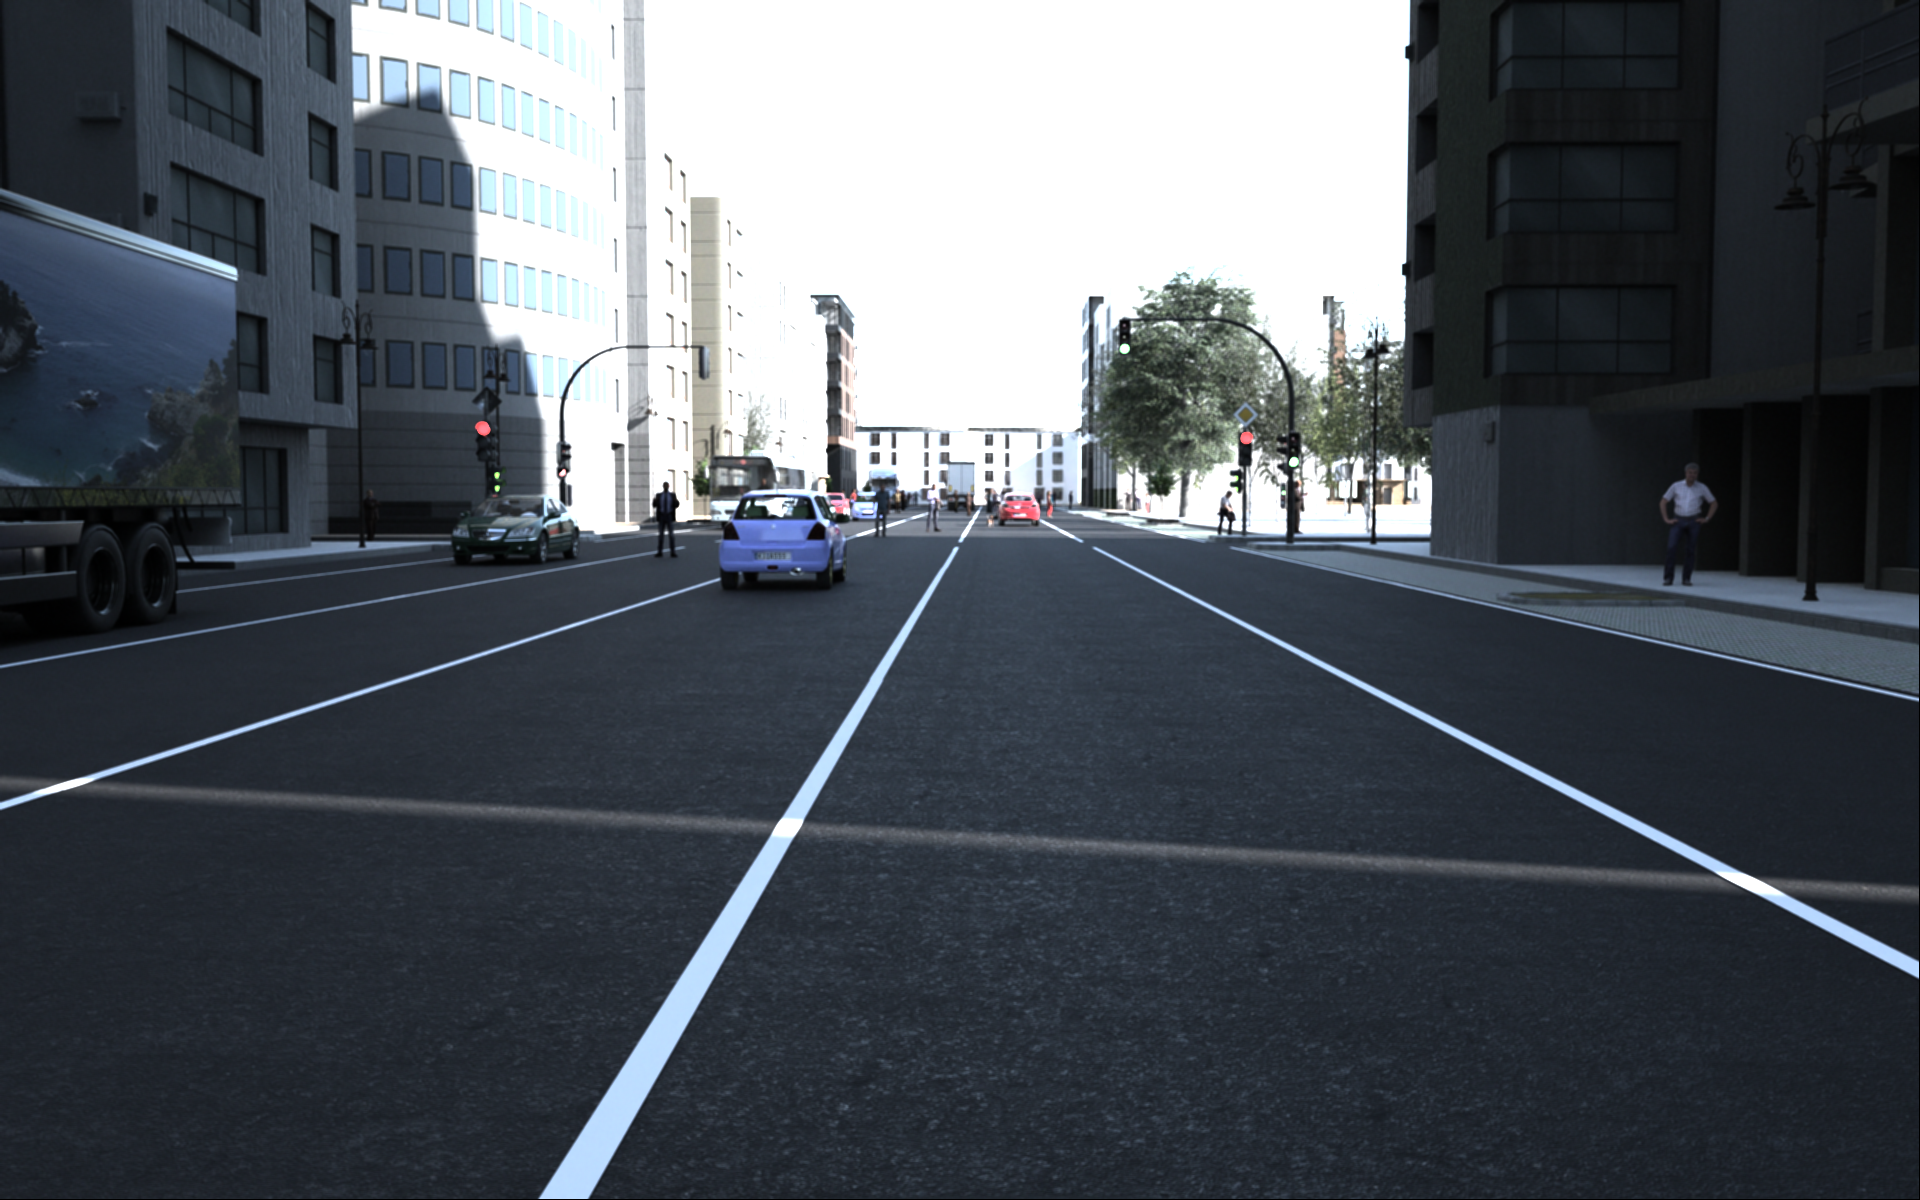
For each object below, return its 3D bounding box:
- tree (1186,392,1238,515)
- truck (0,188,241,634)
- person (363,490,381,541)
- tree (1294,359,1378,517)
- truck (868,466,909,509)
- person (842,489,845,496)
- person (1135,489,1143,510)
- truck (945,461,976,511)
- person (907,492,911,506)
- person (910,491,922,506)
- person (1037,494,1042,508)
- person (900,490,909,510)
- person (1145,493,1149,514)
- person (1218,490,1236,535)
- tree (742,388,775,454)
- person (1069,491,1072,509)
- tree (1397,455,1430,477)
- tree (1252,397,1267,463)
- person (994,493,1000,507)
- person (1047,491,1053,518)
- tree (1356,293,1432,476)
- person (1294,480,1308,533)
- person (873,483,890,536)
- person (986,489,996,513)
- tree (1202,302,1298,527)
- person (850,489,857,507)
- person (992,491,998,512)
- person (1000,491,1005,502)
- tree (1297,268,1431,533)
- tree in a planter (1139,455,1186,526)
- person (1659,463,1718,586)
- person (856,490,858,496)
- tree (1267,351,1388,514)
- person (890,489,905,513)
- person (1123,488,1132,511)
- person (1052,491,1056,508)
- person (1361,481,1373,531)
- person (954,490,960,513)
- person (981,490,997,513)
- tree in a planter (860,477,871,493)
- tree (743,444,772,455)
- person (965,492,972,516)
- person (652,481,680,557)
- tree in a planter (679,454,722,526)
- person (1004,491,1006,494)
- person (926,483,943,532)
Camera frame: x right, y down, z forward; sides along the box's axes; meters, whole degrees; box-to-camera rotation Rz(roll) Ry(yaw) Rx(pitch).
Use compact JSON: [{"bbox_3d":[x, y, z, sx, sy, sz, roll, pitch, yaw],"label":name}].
[{"bbox_3d":[15.273,-9.640,107.970,4.737,8.622,4.395,0,3,0],"label":"tree"},{"bbox_3d":[-9.928,-1.634,15.633,2.839,4.237,11.283,0,4,-1],"label":"truck"},{"bbox_3d":[-16.712,-2.354,49.263,0.388,1.546,0.482,2,4,34],"label":"person"},{"bbox_3d":[21.196,-8.838,94.867,4.737,8.622,4.395,0,3,0],"label":"tree"},{"bbox_3d":[-6.859,-11.083,170.969,2.967,4.110,18.799,0,4,2],"label":"truck"},{"bbox_3d":[-9.658,-8.220,142.918,0.705,1.821,1.348,0,4,-4],"label":"person"},{"bbox_3d":[14.218,-8.040,138.440,0.756,1.711,0.436,0,4,-1],"label":"person"},{"bbox_3d":[0.069,-10.096,153.991,2.839,4.237,11.283,0,4,-1],"label":"truck"},{"bbox_3d":[-6.065,-11.874,204.111,0.593,1.643,0.415,-3,4,-36],"label":"person"},{"bbox_3d":[-5.098,-11.732,200.397,1.350,1.814,0.705,0,4,8],"label":"person"},{"bbox_3d":[8.258,-10.229,178.971,0.421,1.427,0.697,-2,4,-26],"label":"person"},{"bbox_3d":[-4.997,-8.828,152.804,0.705,1.831,1.348,-3,4,-39],"label":"person"},{"bbox_3d":[12.134,-6.267,112.415,0.340,1.345,0.435,-1,4,-13],"label":"person"},{"bbox_3d":[9.174,-2.984,59.496,0.590,1.554,0.614,3,4,38],"label":"person"},{"bbox_3d":[-14.520,-10.331,119.281,4.360,8.622,3.978,0,3,0],"label":"tree"},{"bbox_3d":[10.198,-9.171,159.357,0.530,1.710,0.541,2,4,33],"label":"person"},{"bbox_3d":[32.997,-12.341,119.906,7.486,12.596,7.792,0,3,0],"label":"tree"},{"bbox_3d":[23.886,-11.477,122.066,7.601,10.594,8.767,0,4,4],"label":"tree"},{"bbox_3d":[3.973,-11.329,193.817,1.348,1.812,0.705,1,4,16],"label":"person"},{"bbox_3d":[5.471,-5.816,105.290,0.444,1.614,0.593,1,4,12],"label":"person"},{"bbox_3d":[23.586,-10.069,81.642,9.611,12.733,9.660,0,3,0],"label":"tree"},{"bbox_3d":[11.011,-3.035,56.344,0.600,1.739,0.565,0,4,-2],"label":"person"},{"bbox_3d":[-2.665,-3.057,58.615,0.598,1.807,0.434,1,4,10],"label":"person"},{"bbox_3d":[2.357,-7.672,133.930,0.705,1.826,1.348,3,4,38],"label":"person"},{"bbox_3d":[11.439,-7.114,66.675,4.360,8.622,3.978,0,3,0],"label":"tree"},{"bbox_3d":[-8.319,-7.830,136.452,0.705,1.831,1.348,2,4,28],"label":"person"},{"bbox_3d":[2.723,-7.834,137.510,0.530,1.710,0.541,-2,4,-35],"label":"person"},{"bbox_3d":[4.126,-9.696,167.693,0.551,1.740,0.621,-3,4,-37],"label":"person"},{"bbox_3d":[13.836,-6.543,57.345,4.360,8.622,3.978,0,3,0],"label":"tree"},{"bbox_3d":[9.136,-4.963,78.368,1.991,3.239,1.994,0,4,1],"label":"tree in a planter"},{"bbox_3d":[10.191,-1.057,24.271,0.756,1.711,0.436,2,4,29],"label":"person"},{"bbox_3d":[-11.604,-11.563,196.039,0.436,1.711,0.756,-1,4,-20],"label":"person"},{"bbox_3d":[24.904,-10.785,110.748,8.767,10.594,7.601,1,4,20],"label":"tree"},{"bbox_3d":[-4.702,-7.479,130.878,1.348,1.812,0.705,-2,4,-32],"label":"person"},{"bbox_3d":[12.892,-7.737,133.344,0.742,1.727,0.445,-3,5,-40],"label":"person"},{"bbox_3d":[9.488,-10.311,177.537,0.568,1.767,0.683,2,4,31],"label":"person"},{"bbox_3d":[14.294,-3.300,60.726,0.376,1.734,0.841,3,4,37],"label":"person"},{"bbox_3d":[-0.226,-7.681,134.601,0.721,1.766,1.217,1,4,14],"label":"person"},{"bbox_3d":[2.180,-7.455,131.116,1.217,1.735,0.721,0,4,8],"label":"person"},{"bbox_3d":[-9.718,-11.326,182.404,1.991,3.239,1.994,0,4,1],"label":"tree in a planter"},{"bbox_3d":[-13.436,-7.939,113.524,4.285,4.588,4.351,0,3,0],"label":"tree"},{"bbox_3d":[0.527,-6.380,115.082,0.482,1.546,0.388,-2,4,-24],"label":"person"},{"bbox_3d":[-6.676,-1.835,39.326,0.655,1.722,0.431,0,4,-1],"label":"person"},{"bbox_3d":[-11.470,-4.929,77.817,1.991,3.239,1.994,0,4,1],"label":"tree in a planter"},{"bbox_3d":[4.845,-10.765,185.224,1.217,1.743,0.721,-3,4,-38],"label":"person"},{"bbox_3d":[-0.946,-3.537,66.198,0.709,1.838,0.599,-3,5,-42],"label":"person"}]
